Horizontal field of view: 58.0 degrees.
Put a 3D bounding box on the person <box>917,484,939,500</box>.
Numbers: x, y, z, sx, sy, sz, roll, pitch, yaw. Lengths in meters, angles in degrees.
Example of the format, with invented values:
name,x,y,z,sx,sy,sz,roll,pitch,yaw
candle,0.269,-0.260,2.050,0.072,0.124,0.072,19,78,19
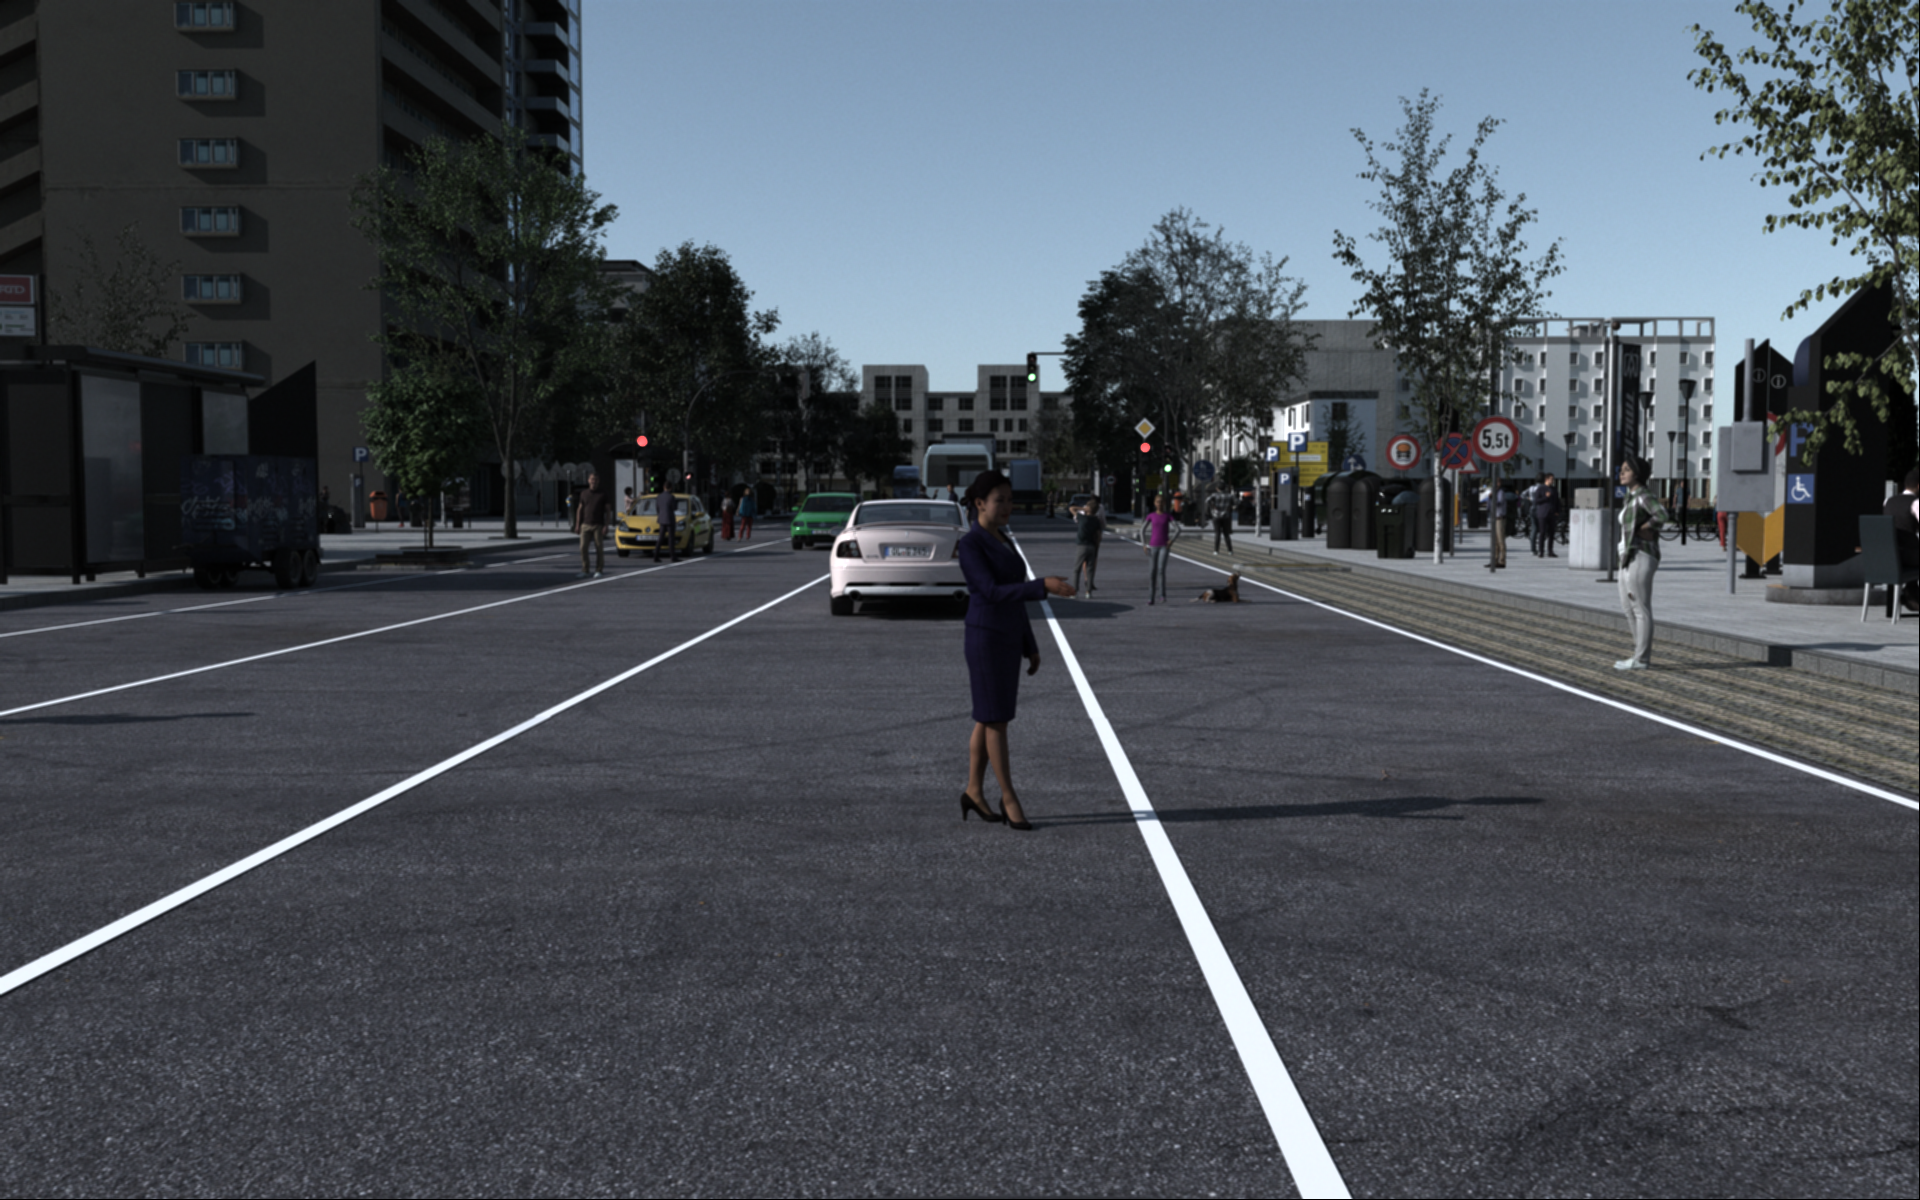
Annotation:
name,x,y,z,sx,sy,sz,roll,pitch,yaw
person,-0.962,-2.664,52.857,0.742,1.727,0.445,1,4,18

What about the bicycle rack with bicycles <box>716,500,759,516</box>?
name,x,y,z,sx,sy,sz,roll,pitch,yaw
bicycle rack with bicycles,-13.436,-5.384,101.412,2.925,0.926,2.852,0,4,4

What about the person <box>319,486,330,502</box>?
name,x,y,z,sx,sy,sz,roll,pitch,yaw
person,-25.003,-3.701,68.419,0.647,1.594,0.662,3,5,39

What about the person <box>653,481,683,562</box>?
name,x,y,z,sx,sy,sz,roll,pitch,yaw
person,-6.130,-1.644,36.302,0.541,1.710,0.530,3,5,42

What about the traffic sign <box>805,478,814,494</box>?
name,x,y,z,sx,sy,sz,roll,pitch,yaw
traffic sign,-12.041,-8.461,138.439,0.768,2.556,0.104,0,4,6

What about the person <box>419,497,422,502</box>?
name,x,y,z,sx,sy,sz,roll,pitch,yaw
person,-25.547,-4.421,81.555,0.421,1.427,0.697,0,4,-2

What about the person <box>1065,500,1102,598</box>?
name,x,y,z,sx,sy,sz,roll,pitch,yaw
person,1.697,-0.700,23.859,0.435,1.345,0.340,-2,4,-25

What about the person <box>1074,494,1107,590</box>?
name,x,y,z,sx,sy,sz,roll,pitch,yaw
person,2.013,-0.883,26.130,0.628,1.438,0.799,-1,4,-17

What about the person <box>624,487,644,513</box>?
name,x,y,z,sx,sy,sz,roll,pitch,yaw
person,-9.784,-2.572,52.019,0.517,1.644,0.566,-3,5,-42

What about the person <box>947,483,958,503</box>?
name,x,y,z,sx,sy,sz,roll,pitch,yaw
person,-0.270,-2.332,47.330,0.504,1.737,0.576,-2,4,-24

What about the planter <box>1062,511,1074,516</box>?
name,x,y,z,sx,sy,sz,roll,pitch,yaw
planter,7.773,-5.774,115.551,1.991,0.319,1.994,0,4,1

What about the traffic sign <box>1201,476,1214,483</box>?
name,x,y,z,sx,sy,sz,roll,pitch,yaw
traffic sign,14.282,-6.114,100.068,0.768,2.556,0.104,0,4,6

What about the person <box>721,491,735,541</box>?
name,x,y,z,sx,sy,sz,roll,pitch,yaw
person,-7.147,-2.587,53.271,0.523,1.526,0.387,3,5,44

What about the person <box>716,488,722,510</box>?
name,x,y,z,sx,sy,sz,roll,pitch,yaw
person,-17.226,-7.194,124.601,0.756,1.711,0.436,0,4,6

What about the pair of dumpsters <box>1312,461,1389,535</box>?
name,x,y,z,sx,sy,sz,roll,pitch,yaw
pair of dumpsters,11.813,-3.063,52.579,1.574,2.255,4.437,0,4,1

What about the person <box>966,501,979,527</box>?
name,x,y,z,sx,sy,sz,roll,pitch,yaw
person,0.470,-1.826,40.560,0.569,1.553,0.471,2,4,24

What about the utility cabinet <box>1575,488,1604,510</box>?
name,x,y,z,sx,sy,sz,roll,pitch,yaw
utility cabinet,24.019,-3.516,66.157,0.318,1.500,1.173,-2,4,-27

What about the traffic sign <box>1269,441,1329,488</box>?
name,x,y,z,sx,sy,sz,roll,pitch,yaw
traffic sign,12.918,-4.416,66.078,2.265,3.308,0.079,0,4,6

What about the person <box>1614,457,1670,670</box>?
name,x,y,z,sx,sy,sz,roll,pitch,yaw
person,5.541,-0.299,14.114,0.376,1.734,0.841,1,4,18

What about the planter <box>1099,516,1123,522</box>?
name,x,y,z,sx,sy,sz,roll,pitch,yaw
planter,7.251,-4.127,88.612,1.991,0.319,1.994,0,4,1

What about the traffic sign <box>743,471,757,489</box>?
name,x,y,z,sx,sy,sz,roll,pitch,yaw
traffic sign,-11.471,-5.785,94.685,0.768,2.556,0.104,0,4,3

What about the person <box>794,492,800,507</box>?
name,x,y,z,sx,sy,sz,roll,pitch,yaw
person,-12.590,-7.589,133.350,0.421,1.427,0.697,3,4,39

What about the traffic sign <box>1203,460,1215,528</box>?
name,x,y,z,sx,sy,sz,roll,pitch,yaw
traffic sign,9.159,-3.963,64.909,0.768,2.556,0.104,0,4,6

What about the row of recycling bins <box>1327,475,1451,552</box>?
name,x,y,z,sx,sy,sz,roll,pitch,yaw
row of recycling bins,9.780,-1.987,39.604,1.069,1.692,3.534,-2,4,-34

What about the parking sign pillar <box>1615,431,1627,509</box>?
name,x,y,z,sx,sy,sz,roll,pitch,yaw
parking sign pillar,20.070,-3.927,52.679,1.447,3.967,1.447,1,4,20

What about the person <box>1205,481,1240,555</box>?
name,x,y,z,sx,sy,sz,roll,pitch,yaw
person,6.140,-1.921,40.635,0.841,1.734,0.376,0,4,-3

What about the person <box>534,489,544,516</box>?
name,x,y,z,sx,sy,sz,roll,pitch,yaw
person,-24.316,-5.616,100.067,0.471,1.553,0.569,2,4,24

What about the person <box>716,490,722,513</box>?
name,x,y,z,sx,sy,sz,roll,pitch,yaw
person,-13.635,-5.450,97.693,0.613,1.512,0.480,-1,4,-21

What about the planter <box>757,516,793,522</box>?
name,x,y,z,sx,sy,sz,roll,pitch,yaw
planter,-9.281,-4.130,88.672,1.991,0.319,1.994,0,4,1

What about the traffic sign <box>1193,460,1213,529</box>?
name,x,y,z,sx,sy,sz,roll,pitch,yaw
traffic sign,8.993,-3.920,64.202,0.768,2.556,0.104,0,4,2

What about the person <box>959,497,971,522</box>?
name,x,y,z,sx,sy,sz,roll,pitch,yaw
person,0.303,-2.667,53.980,0.662,1.594,0.647,1,4,19

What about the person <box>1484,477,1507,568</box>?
name,x,y,z,sx,sy,sz,roll,pitch,yaw
person,9.325,-1.346,30.112,0.319,1.574,0.516,0,4,3

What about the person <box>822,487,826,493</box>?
name,x,y,z,sx,sy,sz,roll,pitch,yaw
person,-10.607,-7.921,135.677,0.434,1.807,0.598,0,4,-1

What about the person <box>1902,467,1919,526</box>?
name,x,y,z,sx,sy,sz,roll,pitch,yaw
person,16.236,-1.379,29.299,0.576,1.737,0.504,2,4,28

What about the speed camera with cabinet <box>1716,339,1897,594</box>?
name,x,y,z,sx,sy,sz,roll,pitch,yaw
speed camera with cabinet,10.766,-1.696,22.067,2.038,3.252,0.660,1,4,22

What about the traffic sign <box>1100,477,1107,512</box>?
name,x,y,z,sx,sy,sz,roll,pitch,yaw
traffic sign,10.549,-7.693,125.891,0.768,2.556,0.104,0,4,6

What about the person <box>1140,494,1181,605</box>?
name,x,y,z,sx,sy,sz,roll,pitch,yaw
person,2.553,-0.638,22.174,0.726,1.435,0.776,1,4,10

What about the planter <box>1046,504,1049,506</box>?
name,x,y,z,sx,sy,sz,roll,pitch,yaw
planter,9.216,-10.501,192.836,1.991,0.319,1.994,0,4,1

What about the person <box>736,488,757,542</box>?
name,x,y,z,sx,sy,sz,roll,pitch,yaw
person,-6.423,-2.568,52.199,0.593,1.614,0.444,0,4,3

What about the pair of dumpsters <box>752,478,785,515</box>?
name,x,y,z,sx,sy,sz,roll,pitch,yaw
pair of dumpsters,-11.746,-6.335,106.064,1.574,2.255,4.437,0,4,1

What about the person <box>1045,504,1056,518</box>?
name,x,y,z,sx,sy,sz,roll,pitch,yaw
person,5.375,-5.303,103.490,0.655,0.850,0.859,2,4,27

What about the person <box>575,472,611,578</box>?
name,x,y,z,sx,sy,sz,roll,pitch,yaw
person,-6.299,-1.286,29.654,0.598,1.807,0.434,1,4,20

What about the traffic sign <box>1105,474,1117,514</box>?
name,x,y,z,sx,sy,sz,roll,pitch,yaw
traffic sign,9.539,-6.706,109.755,0.768,2.556,0.104,0,4,8

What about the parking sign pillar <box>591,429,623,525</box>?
name,x,y,z,sx,sy,sz,roll,pitch,yaw
parking sign pillar,-14.659,-5.110,72.028,1.447,3.967,1.447,0,4,-5

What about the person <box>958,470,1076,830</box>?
name,x,y,z,sx,sy,sz,roll,pitch,yaw
person,0.257,0.210,7.444,0.546,1.535,0.453,1,4,11

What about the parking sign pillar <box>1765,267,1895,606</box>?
name,x,y,z,sx,sy,sz,roll,pitch,yaw
parking sign pillar,10.345,-1.954,20.425,1.447,3.967,1.447,-2,4,-29

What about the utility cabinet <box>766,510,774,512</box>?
name,x,y,z,sx,sy,sz,roll,pitch,yaw
utility cabinet,-13.368,-6.838,120.485,0.318,1.500,1.173,3,5,42

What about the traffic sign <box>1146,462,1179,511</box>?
name,x,y,z,sx,sy,sz,roll,pitch,yaw
traffic sign,11.773,-6.621,102.132,2.265,3.308,0.079,1,4,9

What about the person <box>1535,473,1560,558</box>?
name,x,y,z,sx,sy,sz,roll,pitch,yaw
person,11.894,-1.720,35.079,0.541,1.710,0.530,0,4,2

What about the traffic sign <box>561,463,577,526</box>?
name,x,y,z,sx,sy,sz,roll,pitch,yaw
traffic sign,-15.768,-4.272,69.947,0.768,2.556,0.104,0,4,6

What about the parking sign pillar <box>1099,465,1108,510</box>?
name,x,y,z,sx,sy,sz,roll,pitch,yaw
parking sign pillar,11.500,-9.099,137.240,1.447,3.967,1.447,2,4,31

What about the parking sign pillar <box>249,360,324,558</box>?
name,x,y,z,sx,sy,sz,roll,pitch,yaw
parking sign pillar,-13.579,-2.832,34.771,1.447,3.967,1.447,-1,4,-19

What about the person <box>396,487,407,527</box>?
name,x,y,z,sx,sy,sz,roll,pitch,yaw
person,-21.785,-3.658,67.716,0.662,1.594,0.647,2,4,30

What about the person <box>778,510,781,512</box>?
name,x,y,z,sx,sy,sz,roll,pitch,yaw
person,-12.959,-7.109,122.993,0.376,1.734,0.841,-3,5,-42
